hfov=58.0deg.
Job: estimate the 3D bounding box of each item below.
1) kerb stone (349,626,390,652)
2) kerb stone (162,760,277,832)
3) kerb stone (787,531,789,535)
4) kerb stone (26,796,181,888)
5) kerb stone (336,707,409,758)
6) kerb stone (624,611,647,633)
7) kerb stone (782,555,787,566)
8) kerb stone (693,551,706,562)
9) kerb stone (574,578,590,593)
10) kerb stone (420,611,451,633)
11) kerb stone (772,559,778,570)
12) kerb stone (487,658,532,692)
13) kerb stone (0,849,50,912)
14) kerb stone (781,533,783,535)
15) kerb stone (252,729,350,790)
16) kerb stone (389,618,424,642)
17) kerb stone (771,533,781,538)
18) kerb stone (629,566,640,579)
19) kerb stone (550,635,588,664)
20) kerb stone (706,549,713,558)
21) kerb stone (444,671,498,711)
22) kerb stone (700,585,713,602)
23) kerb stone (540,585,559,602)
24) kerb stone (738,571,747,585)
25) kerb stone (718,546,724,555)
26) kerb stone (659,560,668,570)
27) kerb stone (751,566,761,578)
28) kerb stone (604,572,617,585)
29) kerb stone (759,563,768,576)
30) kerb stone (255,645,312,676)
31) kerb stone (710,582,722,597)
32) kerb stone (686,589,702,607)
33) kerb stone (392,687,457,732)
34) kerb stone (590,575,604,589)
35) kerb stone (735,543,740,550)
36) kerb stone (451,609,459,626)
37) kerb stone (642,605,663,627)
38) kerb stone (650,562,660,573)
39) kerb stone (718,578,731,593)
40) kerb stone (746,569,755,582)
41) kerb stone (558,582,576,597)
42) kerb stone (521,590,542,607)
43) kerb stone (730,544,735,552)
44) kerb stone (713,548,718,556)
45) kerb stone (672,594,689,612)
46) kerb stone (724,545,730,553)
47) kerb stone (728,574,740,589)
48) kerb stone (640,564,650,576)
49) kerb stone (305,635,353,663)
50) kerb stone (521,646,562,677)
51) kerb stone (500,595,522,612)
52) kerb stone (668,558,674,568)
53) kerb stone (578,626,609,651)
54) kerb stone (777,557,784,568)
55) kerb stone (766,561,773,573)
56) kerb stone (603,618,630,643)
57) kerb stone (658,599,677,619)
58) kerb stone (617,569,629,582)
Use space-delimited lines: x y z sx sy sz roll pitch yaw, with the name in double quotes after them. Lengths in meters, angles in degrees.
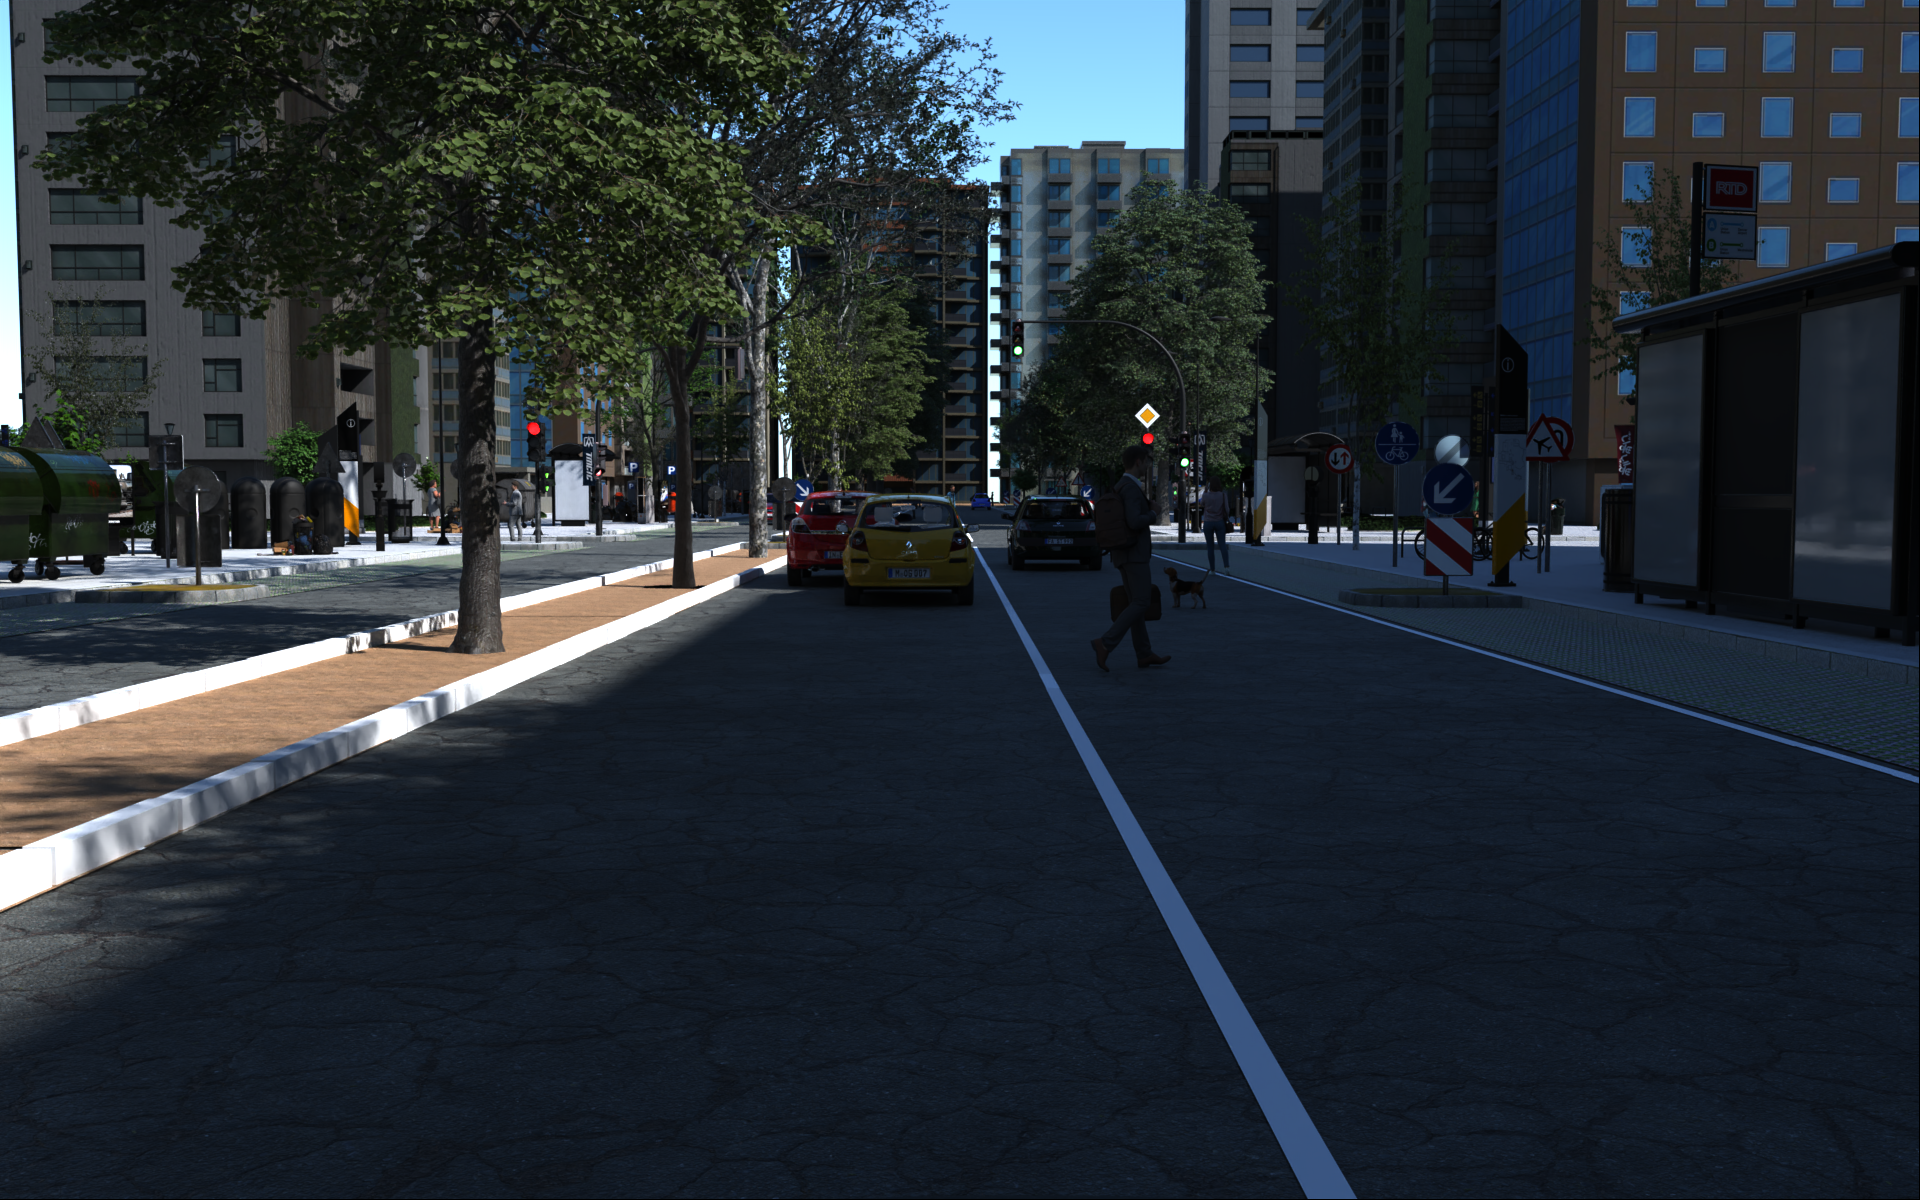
-5.525 0.377 16.053 0.120 0.150 1.000 0 4 0 "kerb stone"
-3.354 0.884 7.828 0.120 0.150 1.000 0 4 0 "kerb stone"
-5.862 -2.163 57.594 0.120 0.150 1.000 0 4 0 "kerb stone"
-3.352 0.942 6.798 0.120 0.150 1.000 0 4 0 "kerb stone"
-3.369 0.758 9.871 0.120 0.150 1.000 0 4 0 "kerb stone"
-3.441 0.254 18.082 0.120 0.150 1.000 0 4 0 "kerb stone"
-3.576 -0.752 34.487 0.120 0.150 1.000 0 4 0 "kerb stone"
-5.704 -0.943 37.612 0.120 0.150 1.000 0 4 0 "kerb stone"
-5.600 -0.189 25.289 0.120 0.150 1.000 0 4 0 "kerb stone"
-5.548 0.250 18.109 0.120 0.150 1.000 0 4 0 "kerb stone"
-3.559 -0.622 32.435 0.120 0.150 1.000 0 4 0 "kerb stone"
-3.397 0.572 12.950 0.120 0.150 1.000 0 4 0 "kerb stone"
-3.344 1.006 5.770 0.120 0.150 1.000 0 4 0 "kerb stone"
-5.835 -2.037 55.548 0.120 0.150 1.000 0 4 0 "kerb stone"
-3.365 0.816 8.849 0.120 0.150 1.000 0 4 0 "kerb stone"
-5.523 0.314 17.087 0.120 0.150 1.000 0 4 0 "kerb stone"
-5.832 -1.977 54.526 0.120 0.150 1.000 0 4 0 "kerb stone"
-5.627 -0.440 29.387 0.120 0.150 1.000 0 4 0 "kerb stone"
-3.412 0.440 15.003 0.120 0.150 1.000 0 4 0 "kerb stone"
-5.699 -1.003 38.640 0.120 0.150 1.000 0 4 0 "kerb stone"
-3.383 0.629 11.915 0.120 0.150 1.000 0 4 0 "kerb stone"
-3.475 -0.061 23.212 0.120 0.150 1.000 0 4 0 "kerb stone"
-5.584 -0.064 23.234 0.120 0.150 1.000 0 4 0 "kerb stone"
-3.516 -0.313 27.315 0.120 0.150 1.000 0 4 0 "kerb stone"
-5.722 -1.127 40.688 0.120 0.150 1.000 0 4 0 "kerb stone"
-5.656 -0.629 32.481 0.120 0.150 1.000 0 4 0 "kerb stone"
-3.537 -0.438 29.363 0.120 0.150 1.000 0 4 0 "kerb stone"
-5.606 -0.314 27.333 0.120 0.150 1.000 0 4 0 "kerb stone"
-3.534 -0.501 30.387 0.120 0.150 1.000 0 4 0 "kerb stone"
-5.507 0.501 14.009 0.120 0.150 1.000 0 4 0 "kerb stone"
-3.489 -0.122 24.240 0.120 0.150 1.000 0 4 0 "kerb stone"
-3.474 0.000 22.190 0.120 0.150 1.000 0 4 0 "kerb stone"
-3.380 0.695 10.893 0.120 0.150 1.000 0 4 0 "kerb stone"
-5.603 -0.252 26.311 0.120 0.150 1.000 0 4 0 "kerb stone"
-5.739 -1.320 43.776 0.120 0.150 1.000 0 4 0 "kerb stone"
-5.548 0.190 19.131 0.120 0.150 1.000 0 4 0 "kerb stone"
-3.444 0.189 19.103 0.120 0.150 1.000 0 4 0 "kerb stone"
-5.645 -0.566 31.449 0.120 0.150 1.000 0 4 0 "kerb stone"
-3.494 -0.188 25.269 0.120 0.150 1.000 0 4 0 "kerb stone"
-3.520 -0.375 28.342 0.120 0.150 1.000 0 4 0 "kerb stone"
-5.588 -0.126 24.263 0.120 0.150 1.000 0 4 0 "kerb stone"
-5.567 0.003 22.204 0.120 0.150 1.000 0 4 0 "kerb stone"
-5.741 -1.257 42.754 0.120 0.150 1.000 0 4 0 "kerb stone"
-5.719 -1.063 39.662 0.120 0.150 1.000 0 4 0 "kerb stone"
-3.471 0.064 21.157 0.120 0.150 1.000 0 4 0 "kerb stone"
-5.726 -1.194 41.722 0.120 0.150 1.000 0 4 0 "kerb stone"
-3.504 -0.250 26.291 0.120 0.150 1.000 0 4 0 "kerb stone"
-5.641 -0.503 30.417 0.120 0.150 1.000 0 4 0 "kerb stone"
-5.524 0.438 15.031 0.120 0.150 1.000 0 4 0 "kerb stone"
-3.406 0.508 13.982 0.120 0.150 1.000 0 4 0 "kerb stone"
-5.571 0.062 21.178 0.120 0.150 1.000 0 4 0 "kerb stone"
-5.657 -0.690 33.504 0.120 0.150 1.000 0 4 0 "kerb stone"
-3.427 0.377 16.028 0.120 0.150 1.000 0 4 0 "kerb stone"
-3.560 -0.688 33.457 0.120 0.150 1.000 0 4 0 "kerb stone"
-3.546 -0.564 31.413 0.120 0.150 1.000 0 4 0 "kerb stone"
-3.427 0.315 17.051 0.120 0.150 1.000 0 4 0 "kerb stone"
-3.452 0.126 20.128 0.120 0.150 1.000 0 4 0 "kerb stone"
-5.614 -0.372 28.356 0.120 0.150 1.000 0 4 0 "kerb stone"
